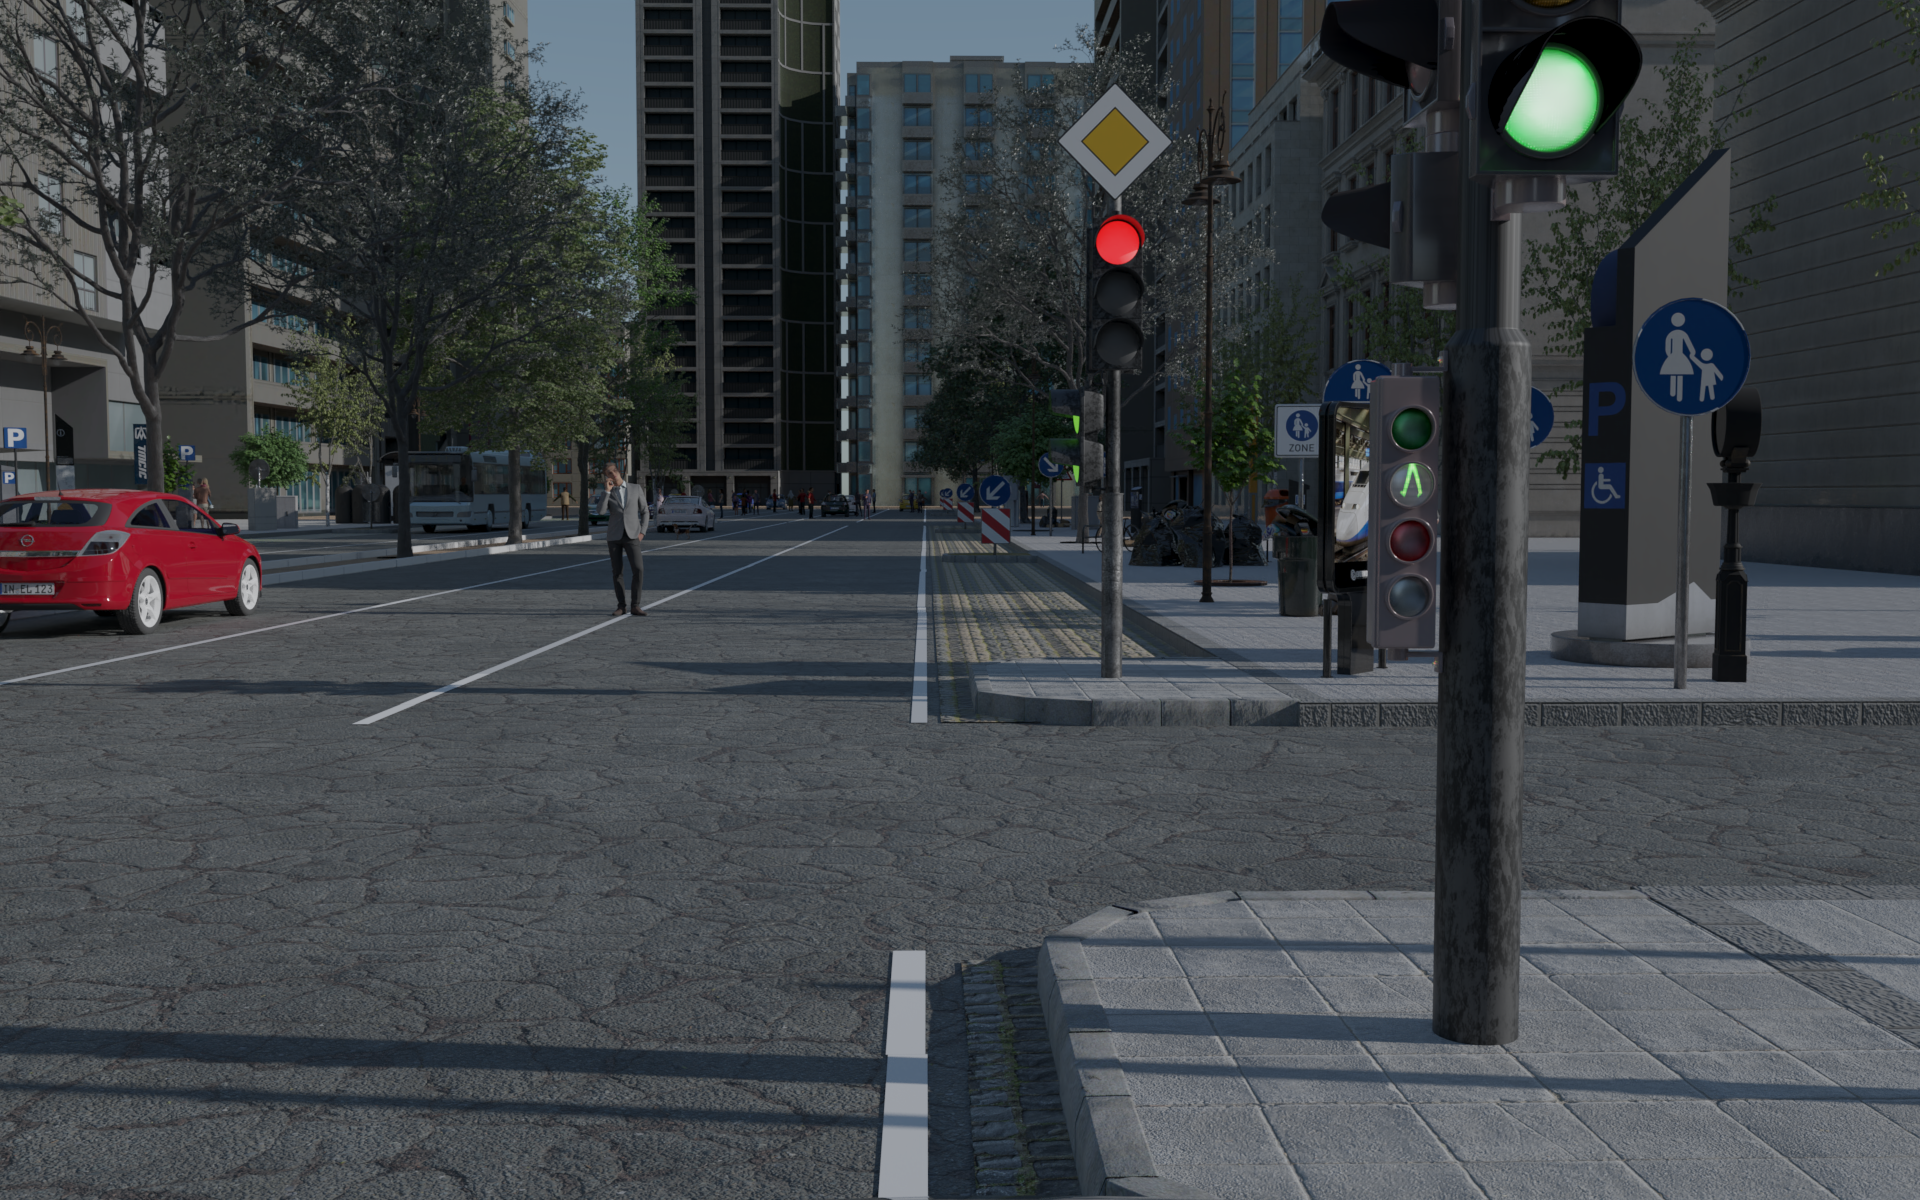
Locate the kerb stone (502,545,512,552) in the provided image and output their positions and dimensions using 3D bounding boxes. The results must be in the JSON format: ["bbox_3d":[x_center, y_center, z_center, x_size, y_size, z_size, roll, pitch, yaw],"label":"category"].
[{"bbox_3d":[-11.288,-1.247,42.674,0.120,0.150,1.000,0,4,-1],"label":"kerb stone"}]

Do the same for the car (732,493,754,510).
[{"bbox_3d":[-20.274,-9.311,161.818,1.945,1.707,3.694,0,4,0],"label":"car"}]

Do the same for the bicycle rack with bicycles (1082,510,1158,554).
[{"bbox_3d":[4.068,-1.485,37.666,2.852,0.926,2.925,2,4,34],"label":"bicycle rack with bicycles"}]

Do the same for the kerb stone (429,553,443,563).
[{"bbox_3d":[-11.160,-0.877,36.538,0.120,0.150,1.000,0,4,-1],"label":"kerb stone"}]

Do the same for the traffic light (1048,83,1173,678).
[{"bbox_3d":[1.043,-1.412,12.015,0.839,4.253,0.868,0,4,-1],"label":"traffic light"}]

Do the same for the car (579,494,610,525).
[{"bbox_3d":[-16.390,-4.178,80.107,2.131,1.459,4.920,0,4,-2],"label":"car"}]

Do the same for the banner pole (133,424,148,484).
[{"bbox_3d":[-25.462,-3.933,54.321,0.863,3.779,0.401,-1,4,-17],"label":"banner pole"}]

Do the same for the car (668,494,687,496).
[{"bbox_3d":[-20.268,-6.958,123.980,2.015,1.641,3.980,0,4,-1],"label":"car"}]

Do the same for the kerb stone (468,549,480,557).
[{"bbox_3d":[-11.217,-1.064,39.607,0.120,0.150,1.000,0,4,-1],"label":"kerb stone"}]

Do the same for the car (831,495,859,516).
[{"bbox_3d":[-7.722,-6.352,116.217,2.083,1.381,4.827,0,4,-2],"label":"car"}]

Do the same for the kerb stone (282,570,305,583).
[{"bbox_3d":[-11.002,-0.376,28.339,0.120,0.150,1.000,0,4,-1],"label":"kerb stone"}]

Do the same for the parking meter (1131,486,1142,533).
[{"bbox_3d":[5.794,-2.965,56.889,0.372,1.533,0.369,0,3,0],"label":"parking meter"}]

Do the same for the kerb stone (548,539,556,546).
[{"bbox_3d":[-11.385,-1.563,47.804,0.120,0.150,1.000,0,4,-1],"label":"kerb stone"}]

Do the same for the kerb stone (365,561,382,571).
[{"bbox_3d":[-11.083,-0.626,32.431,0.120,0.150,1.000,0,4,-1],"label":"kerb stone"}]

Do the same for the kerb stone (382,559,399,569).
[{"bbox_3d":[-11.107,-0.684,33.458,0.120,0.150,1.000,0,4,-1],"label":"kerb stone"}]

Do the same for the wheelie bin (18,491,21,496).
[{"bbox_3d":[-27.016,-2.517,49.054,0.693,1.594,0.980,0,4,4],"label":"wheelie bin"}]

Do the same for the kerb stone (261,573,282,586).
[{"bbox_3d":[-10.982,-0.313,27.317,0.120,0.150,1.000,0,4,-1],"label":"kerb stone"}]

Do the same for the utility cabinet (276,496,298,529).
[{"bbox_3d":[-25.157,-3.253,64.342,1.020,1.237,0.306,0,4,-4],"label":"utility cabinet"}]

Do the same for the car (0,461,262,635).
[{"bbox_3d":[-9.209,-0.615,19.089,2.155,1.783,4.494,0,4,-2],"label":"car"}]

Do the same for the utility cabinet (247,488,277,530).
[{"bbox_3d":[-24.523,-3.191,60.856,0.318,1.500,1.173,1,4,16],"label":"utility cabinet"}]

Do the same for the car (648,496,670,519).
[{"bbox_3d":[-16.864,-5.307,99.356,1.945,1.354,3.894,0,4,-1],"label":"car"}]

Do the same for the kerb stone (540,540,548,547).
[{"bbox_3d":[-11.358,-1.503,46.780,0.120,0.150,1.000,0,4,-1],"label":"kerb stone"}]

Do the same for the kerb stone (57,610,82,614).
[{"bbox_3d":[-10.858,0.064,21.152,0.120,0.150,1.000,0,4,-1],"label":"kerb stone"}]

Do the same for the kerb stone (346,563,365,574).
[{"bbox_3d":[-11.059,-0.563,31.408,0.120,0.150,1.000,0,4,-1],"label":"kerb stone"}]

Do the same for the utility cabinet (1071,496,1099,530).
[{"bbox_3d":[4.513,-3.144,62.561,1.020,1.237,0.306,-2,4,-28],"label":"utility cabinet"}]

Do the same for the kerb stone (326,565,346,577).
[{"bbox_3d":[-11.042,-0.496,30.386,0.120,0.150,1.000,0,4,-1],"label":"kerb stone"}]

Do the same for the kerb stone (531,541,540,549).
[{"bbox_3d":[-11.340,-1.438,45.758,0.120,0.150,1.000,0,4,-1],"label":"kerb stone"}]

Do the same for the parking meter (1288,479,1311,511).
[{"bbox_3d":[5.758,-1.284,29.397,0.372,1.533,0.369,0,3,0],"label":"parking meter"}]

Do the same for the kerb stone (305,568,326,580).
[{"bbox_3d":[-11.021,-0.437,29.363,0.120,0.150,1.000,0,4,-1],"label":"kerb stone"}]

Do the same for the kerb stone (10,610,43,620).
[{"bbox_3d":[-10.833,0.137,20.121,0.120,0.150,1.000,0,4,-1],"label":"kerb stone"}]

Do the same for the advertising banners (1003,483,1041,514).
[{"bbox_3d":[3.093,-5.461,85.467,2.074,3.025,0.090,0,4,5],"label":"advertising banners"}]

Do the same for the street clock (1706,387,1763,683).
[{"bbox_3d":[5.281,-0.444,11.833,0.358,2.002,0.471,1,4,12],"label":"street clock"}]

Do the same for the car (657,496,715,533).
[{"bbox_3d":[-10.402,-3.269,65.813,2.083,1.381,4.827,0,4,-3],"label":"car"}]

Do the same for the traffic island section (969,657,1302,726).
[{"bbox_3d":[1.083,0.621,12.130,2.009,0.180,2.903,0,4,-1],"label":"traffic island section"}]

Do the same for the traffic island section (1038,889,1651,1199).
[{"bbox_3d":[1.240,1.109,4.146,2.009,0.180,2.903,0,4,-1],"label":"traffic island section"}]

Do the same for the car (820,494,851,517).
[{"bbox_3d":[-7.821,-6.049,108.686,2.009,1.686,4.222,0,4,-3],"label":"car"}]

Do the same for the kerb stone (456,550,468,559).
[{"bbox_3d":[-11.208,-1.002,38.585,0.120,0.150,1.000,0,4,-1],"label":"kerb stone"}]

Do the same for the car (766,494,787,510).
[{"bbox_3d":[-16.921,-9.050,159.970,2.014,1.417,4.499,0,4,-2],"label":"car"}]

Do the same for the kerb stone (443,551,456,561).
[{"bbox_3d":[-11.182,-0.940,37.563,0.120,0.150,1.000,0,4,-1],"label":"kerb stone"}]

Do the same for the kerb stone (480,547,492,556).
[{"bbox_3d":[-11.236,-1.125,40.630,0.120,0.150,1.000,0,4,-1],"label":"kerb stone"}]

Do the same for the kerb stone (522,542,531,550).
[{"bbox_3d":[-11.330,-1.378,44.733,0.120,0.150,1.000,0,4,-1],"label":"kerb stone"}]

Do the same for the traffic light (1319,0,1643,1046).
[{"bbox_3d":[-0.890,-1.785,3.849,4.771,5.953,1.251,0,4,-1],"label":"traffic light"}]

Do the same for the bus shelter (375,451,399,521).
[{"bbox_3d":[-26.594,-5.535,84.428,2.014,3.302,5.546,0,4,-1],"label":"bus shelter"}]

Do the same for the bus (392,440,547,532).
[{"bbox_3d":[-18.979,-4.472,67.976,2.948,3.499,13.247,0,4,-1],"label":"bus"}]

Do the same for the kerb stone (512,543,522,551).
[{"bbox_3d":[-11.306,-1.316,43.708,0.120,0.150,1.000,0,4,-1],"label":"kerb stone"}]

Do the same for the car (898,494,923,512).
[{"bbox_3d":[-4.116,-8.138,143.272,2.015,1.641,3.980,0,4,1],"label":"car"}]

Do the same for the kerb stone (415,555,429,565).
[{"bbox_3d":[-11.141,-0.814,35.511,0.120,0.150,1.000,0,4,-1],"label":"kerb stone"}]

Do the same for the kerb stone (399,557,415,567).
[{"bbox_3d":[-11.116,-0.752,34.489,0.120,0.150,1.000,0,4,-1],"label":"kerb stone"}]

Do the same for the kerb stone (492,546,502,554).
[{"bbox_3d":[-11.264,-1.190,41.651,0.120,0.150,1.000,0,4,-1],"label":"kerb stone"}]
